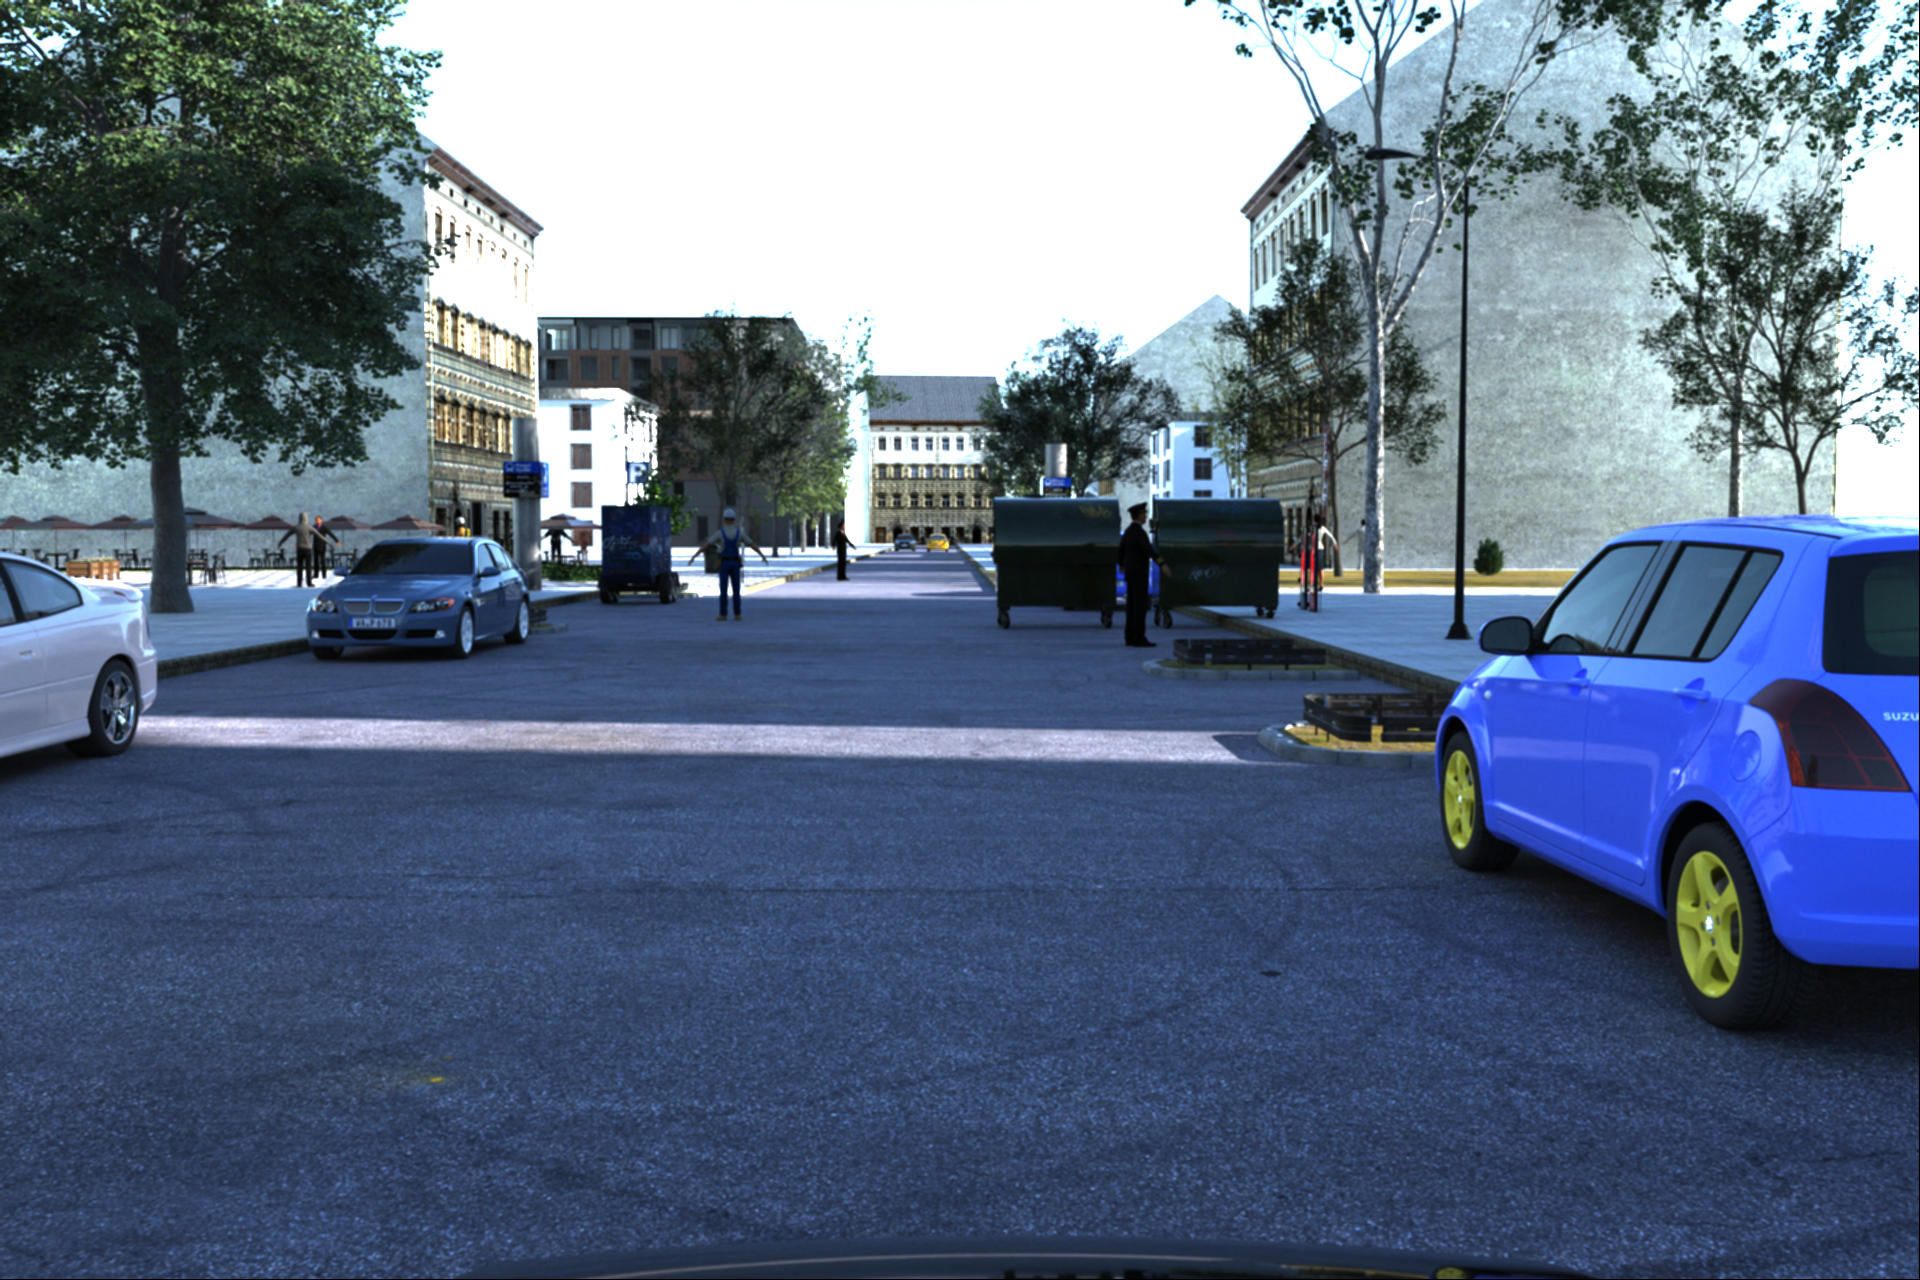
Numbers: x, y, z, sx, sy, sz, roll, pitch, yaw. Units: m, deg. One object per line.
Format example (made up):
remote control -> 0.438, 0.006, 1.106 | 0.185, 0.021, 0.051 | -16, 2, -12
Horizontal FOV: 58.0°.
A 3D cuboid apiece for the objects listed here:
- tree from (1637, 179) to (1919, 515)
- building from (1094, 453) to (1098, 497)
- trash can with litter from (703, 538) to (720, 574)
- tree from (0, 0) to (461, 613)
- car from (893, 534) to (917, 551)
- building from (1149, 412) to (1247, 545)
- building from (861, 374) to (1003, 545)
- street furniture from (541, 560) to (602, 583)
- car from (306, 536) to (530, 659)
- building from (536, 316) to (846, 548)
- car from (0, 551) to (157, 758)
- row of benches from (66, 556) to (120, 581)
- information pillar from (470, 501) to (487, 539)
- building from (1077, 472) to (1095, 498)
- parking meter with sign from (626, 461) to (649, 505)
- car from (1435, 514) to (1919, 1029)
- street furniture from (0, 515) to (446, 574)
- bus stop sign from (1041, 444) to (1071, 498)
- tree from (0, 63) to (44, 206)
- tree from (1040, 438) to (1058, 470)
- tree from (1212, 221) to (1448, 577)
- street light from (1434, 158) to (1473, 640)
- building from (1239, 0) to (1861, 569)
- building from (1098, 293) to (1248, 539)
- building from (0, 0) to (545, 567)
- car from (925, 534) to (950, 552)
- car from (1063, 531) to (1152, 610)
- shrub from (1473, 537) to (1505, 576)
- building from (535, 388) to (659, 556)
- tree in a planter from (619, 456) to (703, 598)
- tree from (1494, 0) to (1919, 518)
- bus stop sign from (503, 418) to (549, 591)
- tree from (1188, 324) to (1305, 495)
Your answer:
tree -> 22.006, -6.752, 44.812 | 8.767, 10.594, 7.601 | 1, 4, 22
building -> 20.006, -20.516, 191.853 | 16.016, 20.090, 11.380 | 0, 4, -1
trash can with litter -> -7.796, -2.735, 56.104 | 1.055, 1.170, 0.624 | 0, 4, 0
tree -> -13.020, -7.416, 27.912 | 9.857, 13.997, 8.962 | 0, 3, 0
car -> -4.592, -8.276, 145.094 | 2.009, 1.686, 4.222 | 0, 4, 0
building -> 19.078, -10.832, 119.257 | 9.099, 9.664, 28.070 | 0, 4, 0
building -> -4.044, -24.722, 237.595 | 18.063, 23.208, 19.493 | 0, 4, -7
street furniture -> -12.613, -2.073, 49.523 | 5.734, 0.657, 10.072 | -2, 4, -29
car -> -6.542, -0.573, 21.370 | 2.014, 1.417, 4.499 | 0, 4, -1
building -> -26.547, -20.507, 179.262 | 27.936, 21.610, 32.646 | 0, 4, -1
car -> -6.343, 0.153, 9.861 | 2.083, 1.381, 4.827 | 0, 4, -1
row of benches -> -23.654, -1.950, 47.350 | 1.422, 0.672, 4.104 | -1, 4, -16
information pillar -> -10.657, -2.073, 38.384 | 0.304, 2.012, 0.304 | 0, 3, 0
building -> 19.919, -16.533, 212.456 | 9.099, 9.664, 28.070 | 0, 4, -1
parking meter with sign -> -7.727, -2.821, 42.384 | 0.543, 3.016, 1.738 | 0, 4, -1
car -> 2.980, 0.200, 6.321 | 1.945, 1.707, 3.694 | 0, 4, -1
street furniture -> -32.742, -3.298, 58.955 | 27.439, 1.986, 14.083 | 0, 4, 6
bus stop sign -> 2.804, -3.774, 50.723 | 0.837, 3.901, 0.837 | 0, 4, -2
tree -> -12.191, -4.962, 15.534 | 7.601, 10.594, 8.767 | -2, 4, -32
tree -> 13.906, -23.130, 234.063 | 12.611, 20.169, 13.585 | 0, 3, 0
tree -> 11.117, -7.199, 52.109 | 7.601, 10.594, 8.767 | 1, 4, 20
street light -> 6.648, -2.965, 21.023 | 1.470, 5.913, 1.316 | 0, 4, 0
building -> 22.746, -14.732, 71.792 | 19.493, 23.208, 18.063 | 0, 3, 0
building -> 23.363, -20.568, 167.217 | 19.493, 23.208, 18.063 | 0, 3, 0
building -> -30.092, -15.014, 76.402 | 19.493, 23.208, 18.063 | 0, 4, -1
car -> -1.790, -7.894, 139.283 | 2.015, 1.641, 3.980 | 0, 4, 0
car -> 2.750, -1.479, 33.768 | 1.945, 1.707, 3.694 | 0, 4, 0
shrub -> 16.370, -2.599, 53.614 | 1.383, 1.207, 1.383 | 0, 3, 0
building -> -24.340, -10.506, 113.921 | 9.099, 9.664, 28.070 | 0, 4, -1
tree in a planter -> -6.943, -2.581, 39.429 | 1.991, 3.239, 1.994 | 0, 4, 0
tree -> 23.567, -12.224, 55.746 | 12.611, 20.169, 13.585 | 0, 3, 0
bus stop sign -> -9.873, -3.085, 39.458 | 0.837, 3.901, 0.837 | 0, 3, 0
tree -> 9.672, -6.757, 60.840 | 4.360, 8.622, 3.978 | 0, 3, 0
